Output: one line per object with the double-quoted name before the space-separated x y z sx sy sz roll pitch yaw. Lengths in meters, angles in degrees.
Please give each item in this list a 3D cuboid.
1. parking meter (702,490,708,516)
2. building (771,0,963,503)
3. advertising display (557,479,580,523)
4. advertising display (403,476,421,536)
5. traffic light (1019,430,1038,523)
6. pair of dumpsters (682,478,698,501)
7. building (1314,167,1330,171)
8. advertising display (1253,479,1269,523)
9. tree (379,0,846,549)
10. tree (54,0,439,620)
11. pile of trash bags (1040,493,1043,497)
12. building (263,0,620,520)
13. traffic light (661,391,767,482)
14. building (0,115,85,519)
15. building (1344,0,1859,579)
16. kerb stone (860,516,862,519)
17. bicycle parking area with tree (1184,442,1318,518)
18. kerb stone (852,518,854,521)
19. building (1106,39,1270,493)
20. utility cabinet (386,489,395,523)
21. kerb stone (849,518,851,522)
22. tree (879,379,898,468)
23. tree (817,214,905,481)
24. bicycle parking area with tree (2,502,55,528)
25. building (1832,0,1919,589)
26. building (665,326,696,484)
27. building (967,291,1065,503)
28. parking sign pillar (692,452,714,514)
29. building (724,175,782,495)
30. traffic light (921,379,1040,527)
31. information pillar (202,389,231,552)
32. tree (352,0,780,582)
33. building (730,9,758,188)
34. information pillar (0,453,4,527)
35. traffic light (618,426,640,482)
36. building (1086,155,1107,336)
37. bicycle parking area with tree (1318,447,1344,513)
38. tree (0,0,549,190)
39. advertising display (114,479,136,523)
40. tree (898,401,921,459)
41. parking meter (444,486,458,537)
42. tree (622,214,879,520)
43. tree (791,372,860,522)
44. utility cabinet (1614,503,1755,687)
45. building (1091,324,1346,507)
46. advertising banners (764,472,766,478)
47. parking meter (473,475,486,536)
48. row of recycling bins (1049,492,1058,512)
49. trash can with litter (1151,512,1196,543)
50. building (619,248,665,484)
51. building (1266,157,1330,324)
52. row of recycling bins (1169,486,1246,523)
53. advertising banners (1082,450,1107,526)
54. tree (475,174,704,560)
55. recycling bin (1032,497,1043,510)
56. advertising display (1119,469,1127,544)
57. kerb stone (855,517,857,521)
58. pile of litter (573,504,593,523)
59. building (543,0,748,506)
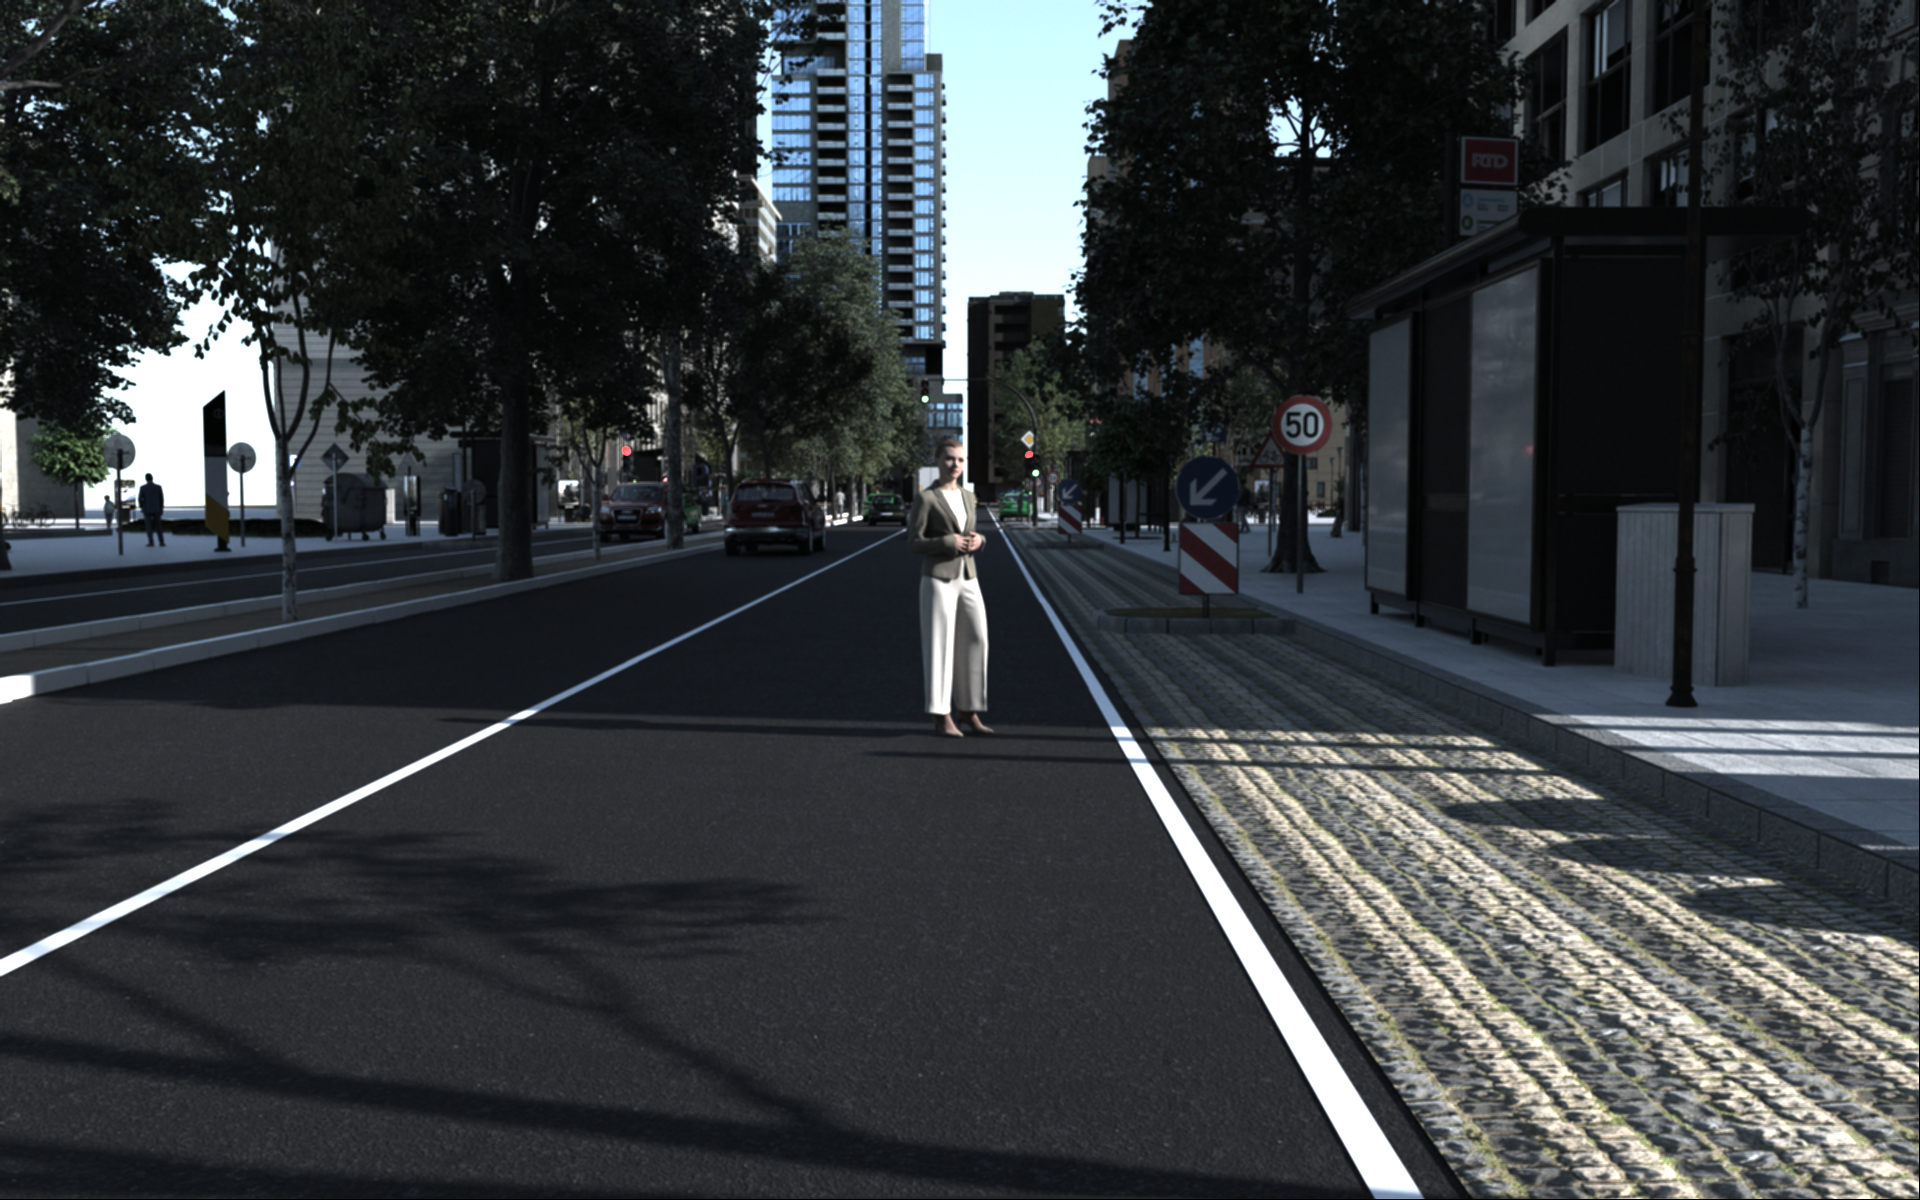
"parking meter" -14.901 -5.676 101.208 0.372 1.533 0.369 0 3 0
"building" -15.041 -57.469 252.296 31.000 86.520 22.319 0 4 1
"advertising display" -17.306 -4.366 76.601 0.974 1.923 0.123 -2 4 -25
"advertising display" -16.743 -2.919 52.932 0.123 1.923 0.974 -3 5 -41
"traffic light" 3.036 -5.348 76.366 0.839 4.253 0.868 0 4 1
"pair of dumpsters" -16.674 -6.147 103.003 1.574 2.255 4.437 0 4 1
"building" 55.719 -38.458 252.496 21.600 48.544 21.300 0 4 1
"advertising display" 13.276 -4.333 76.060 0.123 1.923 0.974 -3 4 -36
"tree" -8.643 -11.448 45.520 12.611 20.169 13.585 0 3 0
"tree" -7.536 -4.053 19.089 4.737 8.622 4.395 0 3 0
"pile of trash bags" 7.094 -8.159 143.147 1.912 1.369 3.447 1 4 13
"building" -28.024 -19.676 99.189 11.434 29.767 29.804 0 4 1
"traffic light" -10.932 -6.231 76.541 4.771 5.953 1.251 0 4 1
"building" -56.476 -14.347 89.328 16.860 20.320 10.420 0 4 1
"building" 22.710 -14.532 42.119 19.350 26.468 34.151 0 4 1
"kerb stone" -5.692 -4.520 96.103 0.120 0.150 1.000 0 4 1
"bicycle parking area with tree" 15.885 -7.088 102.892 8.231 4.147 9.016 2 4 25
"kerb stone" -5.752 -4.143 89.937 0.120 0.150 1.000 0 4 1
"building" 21.707 -31.710 168.575 14.600 45.320 14.200 0 4 1
"utility cabinet" -25.256 -4.164 76.757 0.318 1.500 1.173 -1 4 -15
"kerb stone" -5.776 -4.017 87.881 0.120 0.150 1.000 0 4 1
"tree" -6.934 -7.755 63.668 8.767 10.594 7.601 0 4 1
"tree" -6.924 -10.439 79.794 9.857 13.997 8.962 0 3 0
"bicycle parking area with tree" -38.965 -4.702 63.881 8.231 4.147 9.016 1 4 15
"building" 17.559 -10.216 16.182 9.793 20.994 18.267 0 4 1
"building" -27.925 -16.951 141.771 10.561 19.102 19.286 0 4 1
"building" 7.949 -29.248 249.904 14.107 30.474 14.160 0 4 1
"parking sign pillar" -16.444 -7.472 110.636 1.447 3.967 1.447 2 4 29
"building" -33.807 -31.287 203.419 23.993 40.220 32.217 0 4 1
"traffic light" 0.854 -5.725 68.264 4.771 5.953 1.251 0 4 1
"information pillar" -16.537 -2.885 38.522 0.504 3.616 0.183 -2 4 -31
"tree" -7.336 -7.276 28.082 9.857 13.997 8.962 0 3 0
"building" -40.903 -49.781 252.174 20.611 71.187 20.563 0 4 1
"information pillar" -37.892 -4.690 68.035 0.183 3.616 0.504 2 4 28
"traffic light" -13.114 -4.870 68.545 0.839 4.253 0.868 0 4 1
"building" 22.360 -32.297 211.656 14.154 41.232 14.086 0 4 1
"bicycle parking area with tree" 25.594 -7.391 107.850 8.231 4.147 9.016 -1 4 -15
"tree" -7.659 -5.963 10.316 12.009 13.543 11.850 0 3 0
"advertising display" -37.008 -4.377 76.784 0.123 1.923 0.974 2 4 29
"tree" -6.784 -9.606 93.934 8.767 10.594 7.601 0 4 1
"parking meter" -15.393 -2.689 52.373 0.372 1.533 0.369 0 3 0
"tree" -7.312 -7.285 55.985 8.767 10.594 7.601 0 4 1
"tree" -6.876 -8.263 87.925 4.360 8.622 3.978 0 3 0
"utility cabinet" 4.993 -0.052 12.009 0.306 1.237 1.020 -1 4 -18
"building" 28.186 -21.144 190.739 27.650 21.520 28.899 0 4 1
"advertising banners" -14.608 -8.664 137.844 2.074 3.025 0.090 -2 4 -25
"parking meter" -14.870 -2.924 53.517 0.399 1.863 0.255 -1 4 -18
"row of recycling bins" 7.434 -7.739 133.639 1.069 1.692 3.534 0 4 1
"trash can with litter" 6.072 -2.101 45.401 1.678 1.210 2.233 -1 4 -12
"building" -27.794 -16.442 123.581 10.420 20.320 16.860 0 4 1
"building" 39.042 -32.319 212.009 14.086 41.232 14.154 0 4 1
"row of recycling bins" 11.077 -4.301 77.435 3.534 1.692 1.069 -1 4 -11
"advertising banners" 5.842 -4.452 68.976 2.074 3.025 0.090 1 4 14
"tree" -7.837 -5.167 37.293 4.360 8.622 3.978 0 3 0
"recycling bin" 6.123 -7.577 136.442 0.722 1.027 0.722 -1 4 -19
"advertising display" 4.238 -2.437 45.061 0.123 1.923 0.974 1 4 10
"kerb stone" -5.726 -4.269 91.986 0.120 0.150 1.000 0 4 1
"pile of litter" -16.678 -3.907 77.837 1.719 0.858 1.176 -1 4 -20
"building" -36.034 -35.259 165.726 28.713 52.752 27.495 0 4 1
